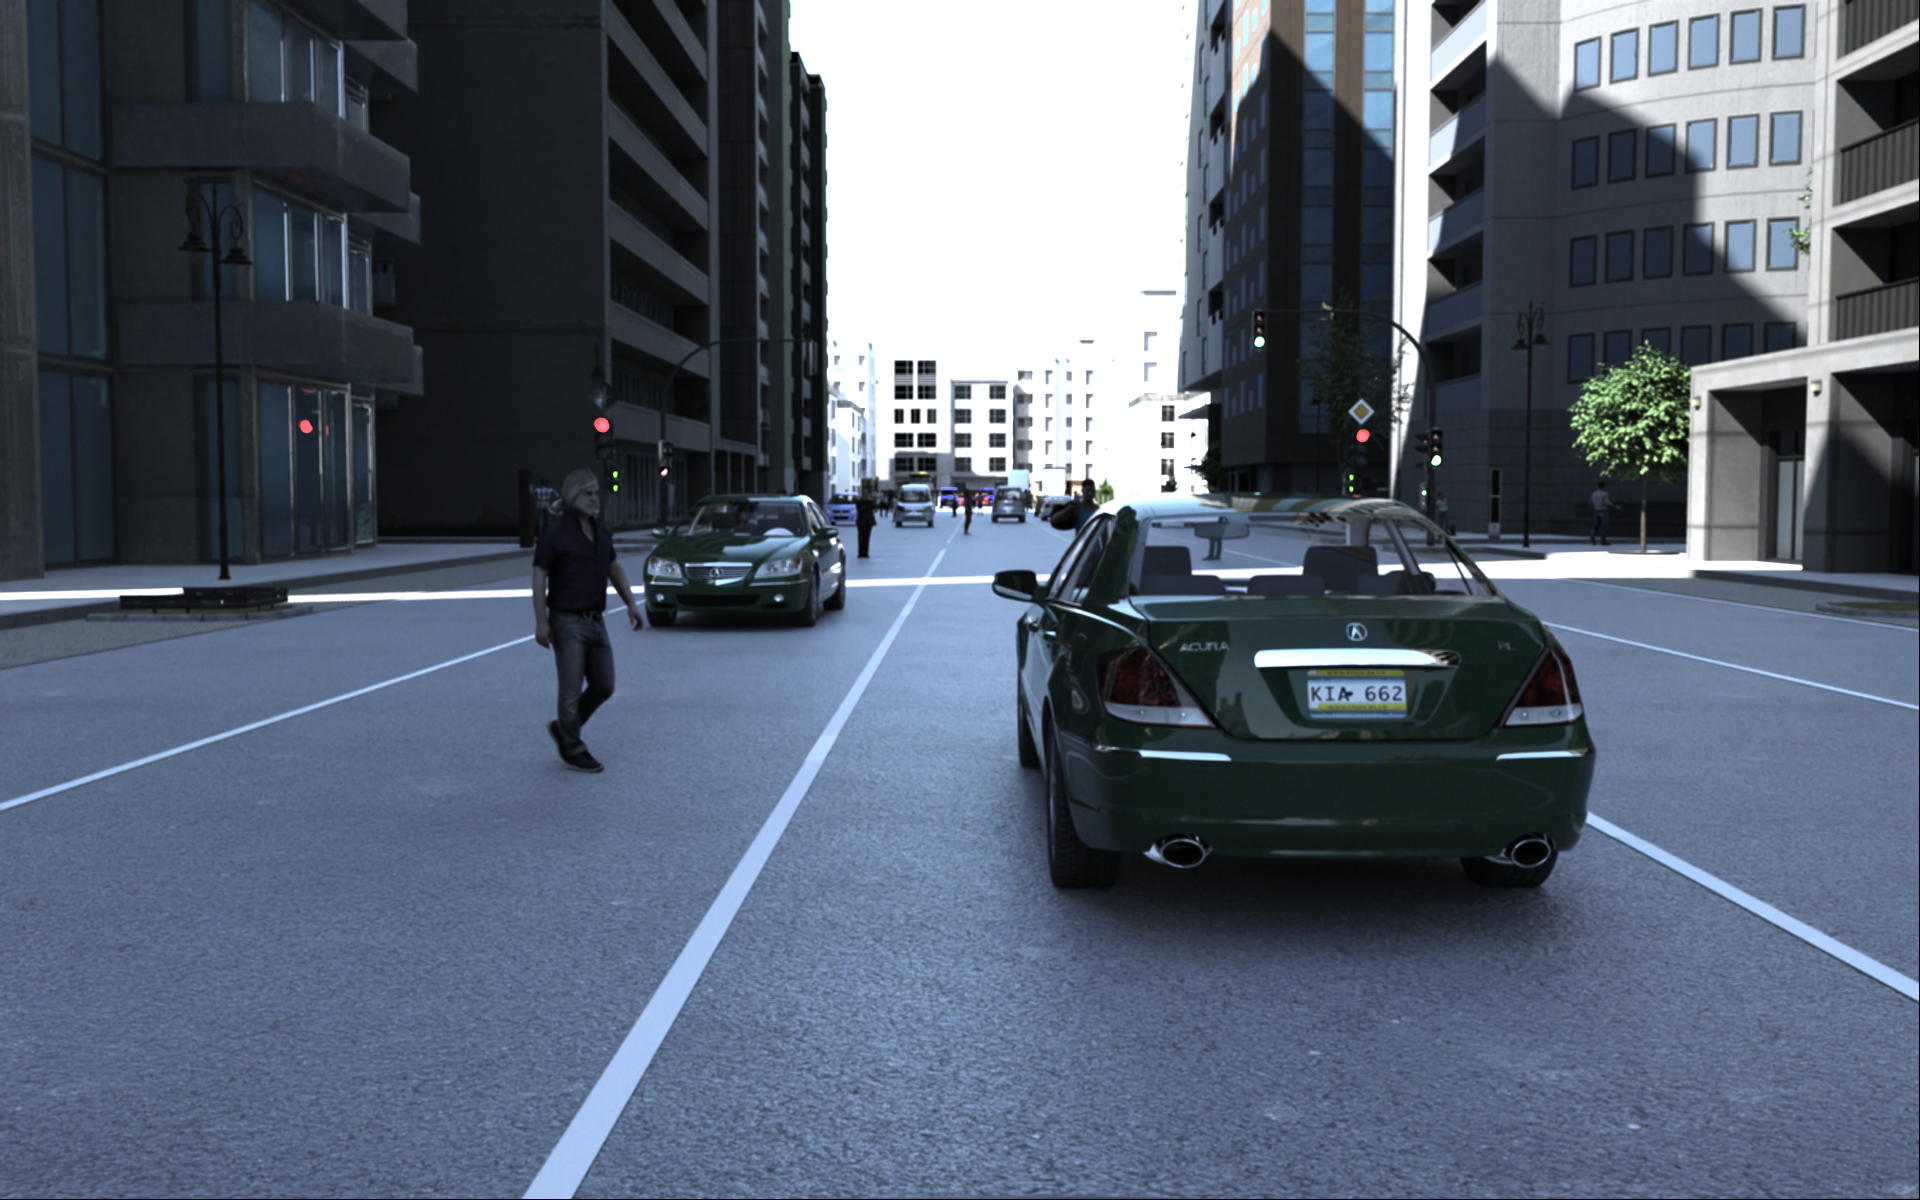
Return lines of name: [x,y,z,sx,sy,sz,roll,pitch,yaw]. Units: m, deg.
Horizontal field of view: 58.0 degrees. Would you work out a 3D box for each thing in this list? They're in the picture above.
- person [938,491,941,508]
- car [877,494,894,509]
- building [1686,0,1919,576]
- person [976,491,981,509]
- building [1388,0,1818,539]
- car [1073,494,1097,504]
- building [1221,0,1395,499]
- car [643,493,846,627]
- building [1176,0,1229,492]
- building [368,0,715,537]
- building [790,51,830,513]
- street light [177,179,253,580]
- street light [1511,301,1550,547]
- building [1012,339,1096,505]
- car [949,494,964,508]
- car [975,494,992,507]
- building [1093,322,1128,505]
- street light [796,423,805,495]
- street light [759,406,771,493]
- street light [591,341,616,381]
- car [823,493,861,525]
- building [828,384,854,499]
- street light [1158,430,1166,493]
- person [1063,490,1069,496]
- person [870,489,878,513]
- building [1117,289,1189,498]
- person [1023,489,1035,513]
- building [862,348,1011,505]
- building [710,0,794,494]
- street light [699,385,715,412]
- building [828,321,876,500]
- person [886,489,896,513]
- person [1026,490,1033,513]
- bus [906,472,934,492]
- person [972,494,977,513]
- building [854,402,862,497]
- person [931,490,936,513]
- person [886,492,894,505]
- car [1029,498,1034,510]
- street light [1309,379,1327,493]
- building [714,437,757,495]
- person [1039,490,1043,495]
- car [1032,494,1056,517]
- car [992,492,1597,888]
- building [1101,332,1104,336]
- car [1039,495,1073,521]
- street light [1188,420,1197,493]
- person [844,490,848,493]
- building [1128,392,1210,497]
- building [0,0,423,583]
person: [-2.042,-10.588,182.289,0.551,1.740,0.621,2,4,31]
car: [-7.379,-9.822,169.378,1.959,1.807,4.718,0,3,0]
building: [24.154,-35.641,20.975,20.563,71.187,20.611,0,4,1]
person: [1.813,-9.826,169.832,0.721,1.739,1.217,3,5,42]
building: [30.819,-31.540,57.676,28.212,58.520,21.231,0,4,1]
car: [9.270,-7.235,130.096,2.131,1.459,4.920,0,4,2]
building: [20.560,-26.462,82.767,14.600,45.320,14.200,0,4,1]
car: [-2.410,-0.515,20.227,2.131,1.459,4.920,0,4,2]
building: [28.908,-31.927,111.246,28.713,52.752,27.495,0,4,1]
building: [-21.018,-26.722,60.600,21.300,48.544,21.600,0,4,1]
building: [-16.239,-20.927,113.858,14.160,30.474,14.107,0,4,1]
street light: [-11.051,-3.245,25.847,0.468,5.910,1.993,0,4,1]
street light: [13.626,-4.203,41.508,0.468,5.910,1.993,0,4,1]
building: [12.322,-22.063,217.147,11.380,20.091,16.016,0,4,1]
car: [-0.187,-10.499,180.705,2.155,1.783,4.494,0,4,2]
car: [2.378,-11.037,189.494,2.155,1.783,4.494,0,4,2]
building: [23.808,-19.575,186.504,16.747,18.905,31.486,0,4,1]
street light: [-10.160,-8.451,110.963,0.468,5.910,1.993,0,4,1]
street light: [-10.277,-7.247,91.284,0.468,5.910,1.993,0,4,1]
street light: [-10.689,-4.845,52.001,0.468,5.910,1.993,0,4,1]
car: [-5.282,-4.295,79.808,1.945,1.707,3.694,0,4,2]
building: [-14.429,-12.147,140.758,9.099,9.664,28.070,0,4,1]
street light: [14.638,-9.335,125.421,0.468,5.910,1.993,0,4,1]
person: [8.338,-7.804,136.777,1.217,1.739,0.721,1,4,9]
person: [-6.577,-7.543,131.690,0.599,1.838,0.709,-1,4,-18]
building: [23.217,-18.878,165.079,16.016,20.091,11.380,0,4,1]
person: [4.997,-7.481,130.819,1.348,1.824,0.705,2,4,30]
building: [-9.503,-21.498,217.946,31.486,18.905,16.747,0,4,1]
building: [-17.381,-25.436,99.471,14.154,41.232,14.086,0,4,1]
street light: [-10.491,-6.062,71.894,0.468,5.910,1.993,0,4,1]
building: [-15.344,-20.711,195.051,11.380,20.091,16.016,0,4,1]
person: [-5.298,-7.531,131.643,1.348,1.822,0.705,-1,4,-14]
person: [5.175,-7.369,129.521,0.617,1.759,0.750,0,4,-7]
bus: [-4.330,-12.370,193.789,2.896,3.916,12.252,0,4,1]
person: [1.044,-7.253,130.274,0.628,1.438,0.799,-2,4,-25]
building: [-14.057,-13.861,168.773,9.099,9.664,28.070,0,4,1]
person: [-2.046,-7.546,132.544,0.551,1.740,0.621,2,4,35]
person: [-5.443,-7.703,135.168,1.217,1.743,0.721,-1,4,-9]
car: [5.912,-9.348,161.634,1.959,1.807,4.718,0,4,1]
street light: [14.018,-5.810,67.774,0.468,5.910,1.993,0,4,1]
building: [-20.539,-39.329,81.273,20.563,71.187,20.611,0,4,1]
person: [8.029,-10.092,173.371,0.709,1.838,0.599,-2,4,-29]
car: [5.623,-6.162,110.979,2.015,1.641,3.980,0,4,2]
car: [1.224,0.249,7.728,2.131,1.459,4.920,0,4,0]
building: [34.399,-23.178,222.931,32.646,21.610,27.936,0,4,1]
car: [5.373,-5.011,94.284,2.083,1.381,4.827,0,4,1]
street light: [14.305,-8.179,106.509,0.468,5.910,1.993,0,4,1]
person: [-9.440,-8.288,143.023,0.415,1.643,0.593,1,4,20]
building: [19.720,-12.386,144.650,9.099,9.664,28.070,0,4,1]
building: [-26.581,-25.099,29.972,30.456,49.044,23.786,0,4,1]
